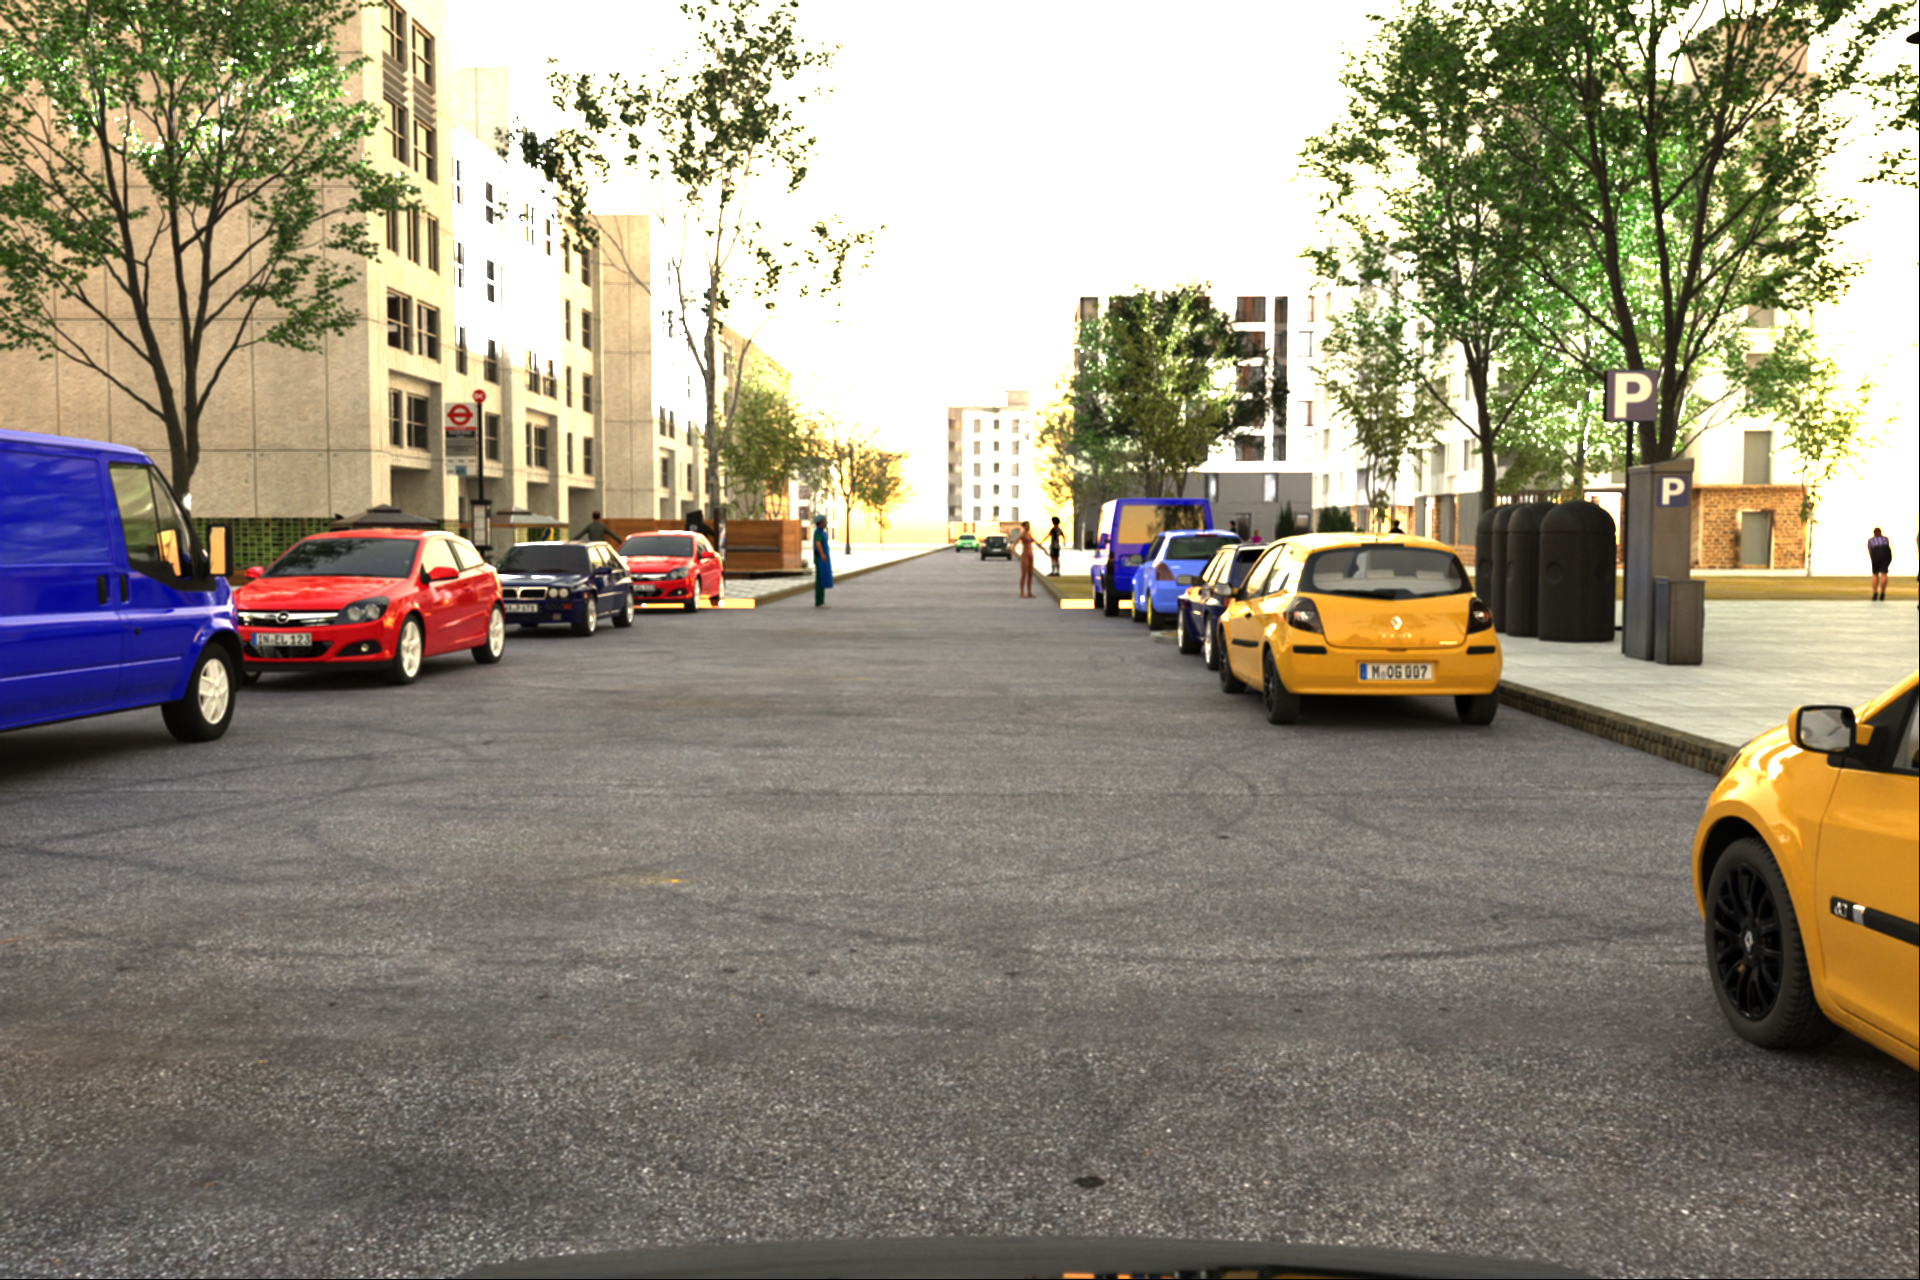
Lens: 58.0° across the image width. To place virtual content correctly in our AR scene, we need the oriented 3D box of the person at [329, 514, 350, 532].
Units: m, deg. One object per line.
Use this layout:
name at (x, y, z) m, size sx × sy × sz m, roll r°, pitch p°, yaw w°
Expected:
person at (-17.195, -2.571, 47.966) m, size 0.705 × 1.837 × 1.347 m, roll 3°, pitch 4°, yaw 37°

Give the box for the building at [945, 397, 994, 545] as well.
building at (-1.594, -22.749, 230.825) m, size 11.380 × 20.090 × 16.016 m, roll 0°, pitch 4°, yaw 1°

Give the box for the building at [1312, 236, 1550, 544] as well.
building at (27.967, -15.565, 110.915) m, size 16.016 × 20.090 × 11.380 m, roll 0°, pitch 4°, yaw 1°

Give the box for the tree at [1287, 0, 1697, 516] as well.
tree at (9.730, -6.498, 32.002) m, size 9.928 × 11.665 × 9.643 m, roll 0°, pitch 3°, yaw 0°

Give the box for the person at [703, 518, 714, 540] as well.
person at (-6.517, -2.278, 43.386) m, size 1.346 × 1.812 × 0.704 m, roll -1°, pitch 4°, yaw -18°

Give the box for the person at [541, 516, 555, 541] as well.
person at (-11.194, -2.466, 46.784) m, size 0.721 × 1.772 × 1.216 m, roll 0°, pitch 4°, yaw 1°

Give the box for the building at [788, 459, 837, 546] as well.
building at (-18.812, -15.902, 202.146) m, size 9.099 × 9.664 × 28.070 m, roll 0°, pitch 4°, yaw 2°

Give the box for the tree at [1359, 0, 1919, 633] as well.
tree at (9.167, -5.928, 22.681) m, size 9.928 × 11.665 × 9.643 m, roll 0°, pitch 3°, yaw 0°

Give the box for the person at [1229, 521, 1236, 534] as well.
person at (10.776, -3.825, 68.725) m, size 0.705 × 1.806 × 1.347 m, roll 0°, pitch 4°, yaw 7°

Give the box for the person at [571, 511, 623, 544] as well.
person at (-8.192, -2.005, 39.056) m, size 1.348 × 1.796 × 0.705 m, roll -1°, pitch 4°, yaw -13°

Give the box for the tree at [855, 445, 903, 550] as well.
tree at (-6.044, -11.625, 140.429) m, size 4.360 × 8.622 × 3.978 m, roll 0°, pitch 3°, yaw 0°

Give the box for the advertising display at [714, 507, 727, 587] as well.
advertising display at (-5.746, -2.220, 41.507) m, size 0.123 × 1.923 × 0.974 m, roll 0°, pitch 4°, yaw 3°

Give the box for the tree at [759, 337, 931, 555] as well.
tree at (-6.890, -12.010, 106.727) m, size 12.009 × 13.543 × 11.850 m, roll 0°, pitch 3°, yaw 0°

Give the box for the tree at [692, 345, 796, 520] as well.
tree at (-8.250, -7.159, 67.410) m, size 4.737 × 8.622 × 4.395 m, roll 0°, pitch 3°, yaw 0°

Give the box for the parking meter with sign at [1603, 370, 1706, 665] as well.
parking meter with sign at (7.116, -1.309, 17.667) m, size 0.543 × 3.016 × 1.738 m, roll 0°, pitch 4°, yaw 1°

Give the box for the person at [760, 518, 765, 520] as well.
person at (-7.000, -3.390, 61.289) m, size 1.347 × 1.847 × 0.705 m, roll 2°, pitch 4°, yaw 32°

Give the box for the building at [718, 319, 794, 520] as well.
building at (-25.690, -19.896, 156.234) m, size 19.493 × 23.208 × 18.063 m, roll 0°, pitch 4°, yaw 1°

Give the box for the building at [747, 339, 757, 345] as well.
building at (-25.282, -19.121, 169.050) m, size 16.016 × 20.090 × 11.380 m, roll 0°, pitch 4°, yaw 1°

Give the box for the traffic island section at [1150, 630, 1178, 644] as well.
traffic island section at (3.583, -0.027, 23.314) m, size 1.991 × 0.108 × 1.994 m, roll 0°, pitch 4°, yaw 1°

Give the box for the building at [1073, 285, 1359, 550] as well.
building at (24.216, -19.244, 158.611) m, size 27.936 × 21.610 × 32.646 m, roll 0°, pitch 4°, yaw 2°

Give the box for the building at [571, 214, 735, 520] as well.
building at (-25.183, -15.005, 111.781) m, size 16.747 × 18.905 × 31.486 m, roll 0°, pitch 4°, yaw 1°

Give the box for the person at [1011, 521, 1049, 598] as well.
person at (1.561, -1.817, 38.972) m, size 1.217 × 1.733 × 0.721 m, roll -3°, pitch 5°, yaw -44°

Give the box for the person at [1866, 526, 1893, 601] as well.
person at (17.654, -1.468, 33.281) m, size 0.421 × 1.427 × 0.697 m, roll 1°, pitch 4°, yaw 17°

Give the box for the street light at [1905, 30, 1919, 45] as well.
street light at (6.955, -2.379, 11.682) m, size 0.468 × 5.910 × 1.993 m, roll 0°, pitch 4°, yaw 1°

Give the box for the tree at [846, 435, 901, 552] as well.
tree at (-6.614, -10.724, 125.701) m, size 4.737 × 8.622 × 4.395 m, roll 0°, pitch 3°, yaw 0°

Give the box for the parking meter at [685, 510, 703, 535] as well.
parking meter at (-6.378, -2.190, 41.524) m, size 0.399 × 1.863 × 0.255 m, roll 0°, pitch 4°, yaw 2°

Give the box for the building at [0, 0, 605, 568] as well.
building at (-25.363, -12.200, 65.935) m, size 16.747 × 18.905 × 31.486 m, roll 0°, pitch 4°, yaw 1°

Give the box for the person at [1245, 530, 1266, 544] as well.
person at (10.329, -3.130, 60.445) m, size 0.991 × 1.433 × 0.599 m, roll 0°, pitch 4°, yaw 3°

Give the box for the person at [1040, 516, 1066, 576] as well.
person at (2.879, -2.858, 52.874) m, size 0.704 × 1.843 × 1.345 m, roll 3°, pitch 4°, yaw 38°

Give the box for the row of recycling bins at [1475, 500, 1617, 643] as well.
row of recycling bins at (7.397, -0.920, 22.147) m, size 1.069 × 1.692 × 3.534 m, roll 0°, pitch 4°, yaw 1°

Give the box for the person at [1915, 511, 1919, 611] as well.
person at (16.104, -1.336, 28.668) m, size 1.217 × 1.735 × 0.721 m, roll -3°, pitch 5°, yaw -40°

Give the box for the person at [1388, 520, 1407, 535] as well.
person at (14.549, -3.111, 57.587) m, size 1.216 × 1.740 × 0.721 m, roll 3°, pitch 4°, yaw 37°

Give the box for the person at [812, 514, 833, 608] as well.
person at (-2.658, -1.526, 33.538) m, size 0.704 × 1.817 × 1.347 m, roll 0°, pitch 4°, yaw -1°

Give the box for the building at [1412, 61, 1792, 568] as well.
building at (25.405, -13.425, 75.914) m, size 16.016 × 20.090 × 11.380 m, roll 0°, pitch 4°, yaw 2°
